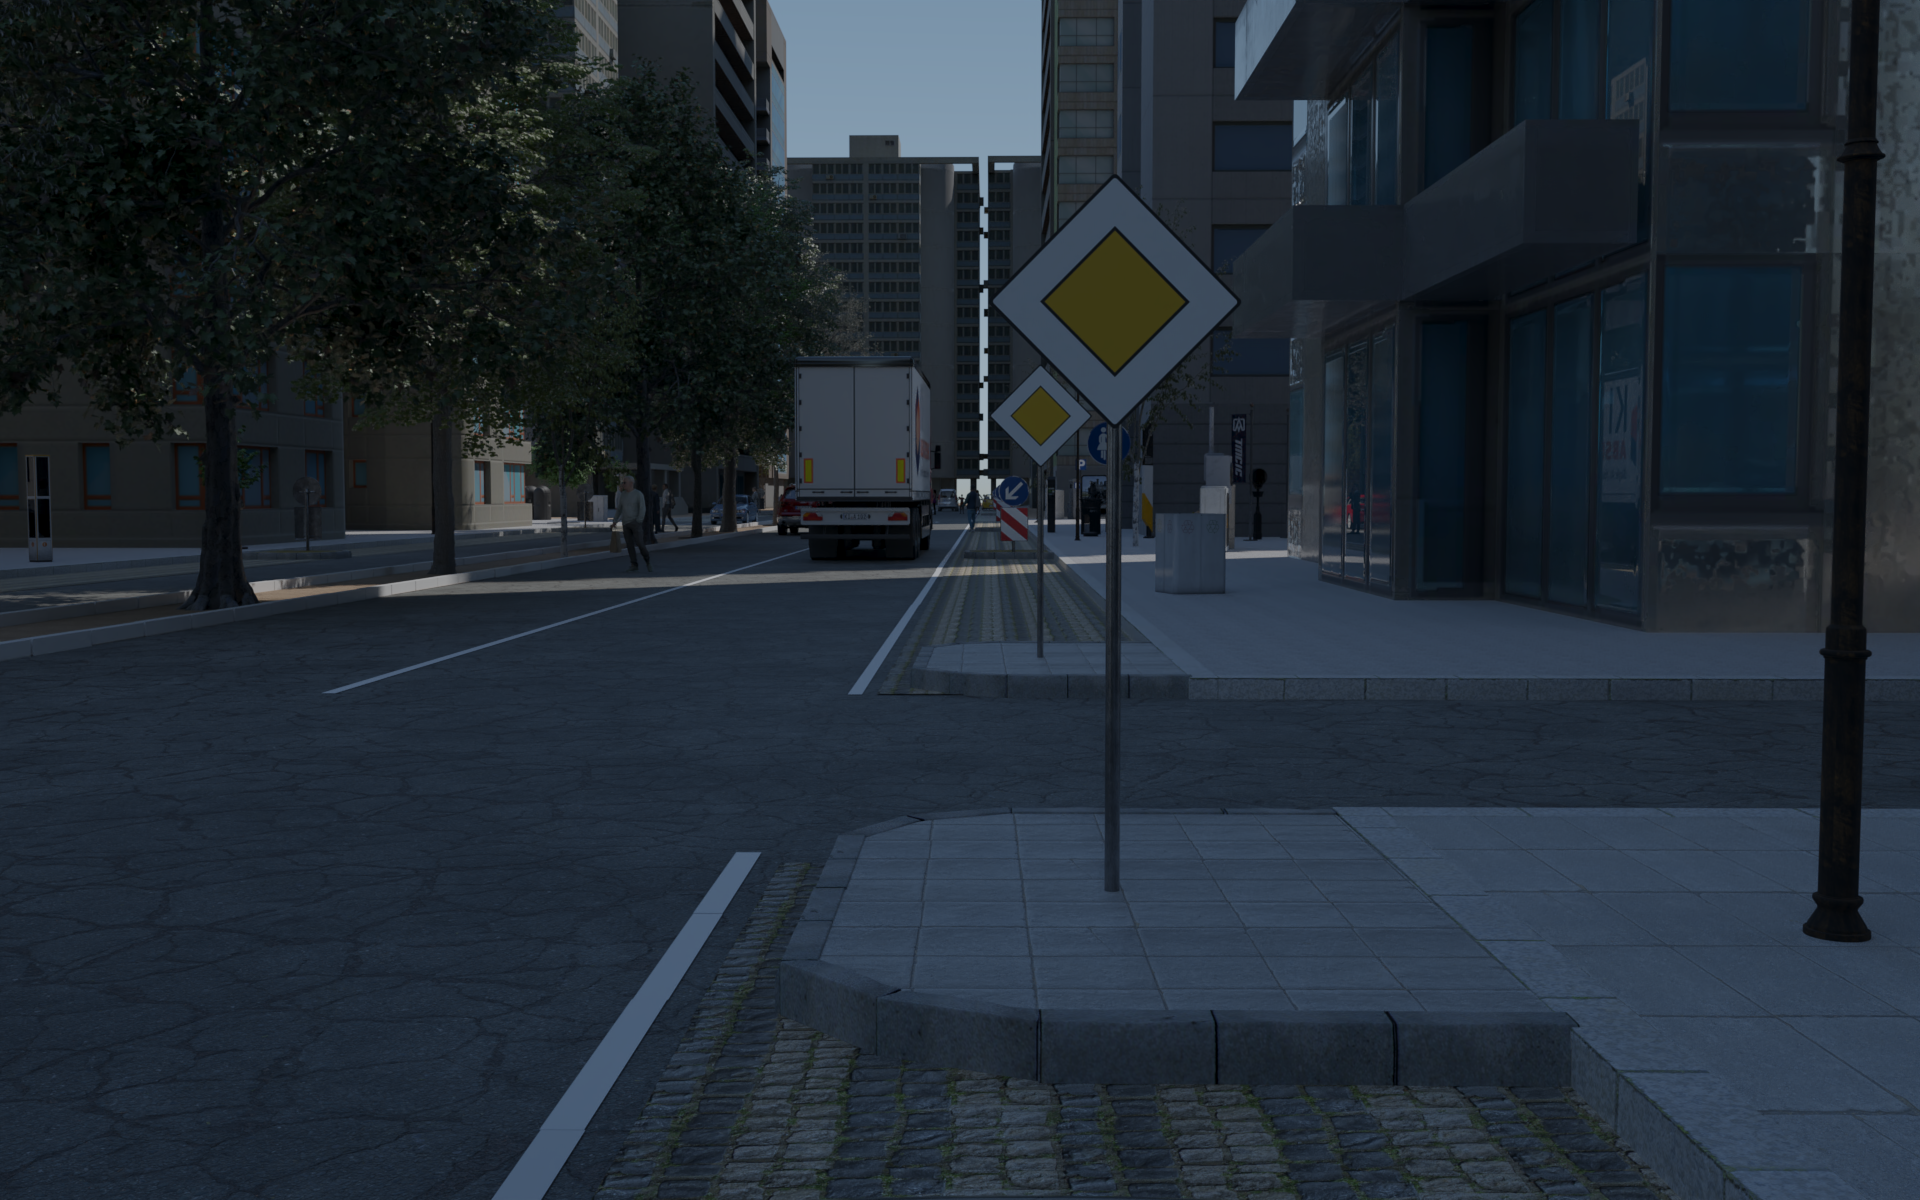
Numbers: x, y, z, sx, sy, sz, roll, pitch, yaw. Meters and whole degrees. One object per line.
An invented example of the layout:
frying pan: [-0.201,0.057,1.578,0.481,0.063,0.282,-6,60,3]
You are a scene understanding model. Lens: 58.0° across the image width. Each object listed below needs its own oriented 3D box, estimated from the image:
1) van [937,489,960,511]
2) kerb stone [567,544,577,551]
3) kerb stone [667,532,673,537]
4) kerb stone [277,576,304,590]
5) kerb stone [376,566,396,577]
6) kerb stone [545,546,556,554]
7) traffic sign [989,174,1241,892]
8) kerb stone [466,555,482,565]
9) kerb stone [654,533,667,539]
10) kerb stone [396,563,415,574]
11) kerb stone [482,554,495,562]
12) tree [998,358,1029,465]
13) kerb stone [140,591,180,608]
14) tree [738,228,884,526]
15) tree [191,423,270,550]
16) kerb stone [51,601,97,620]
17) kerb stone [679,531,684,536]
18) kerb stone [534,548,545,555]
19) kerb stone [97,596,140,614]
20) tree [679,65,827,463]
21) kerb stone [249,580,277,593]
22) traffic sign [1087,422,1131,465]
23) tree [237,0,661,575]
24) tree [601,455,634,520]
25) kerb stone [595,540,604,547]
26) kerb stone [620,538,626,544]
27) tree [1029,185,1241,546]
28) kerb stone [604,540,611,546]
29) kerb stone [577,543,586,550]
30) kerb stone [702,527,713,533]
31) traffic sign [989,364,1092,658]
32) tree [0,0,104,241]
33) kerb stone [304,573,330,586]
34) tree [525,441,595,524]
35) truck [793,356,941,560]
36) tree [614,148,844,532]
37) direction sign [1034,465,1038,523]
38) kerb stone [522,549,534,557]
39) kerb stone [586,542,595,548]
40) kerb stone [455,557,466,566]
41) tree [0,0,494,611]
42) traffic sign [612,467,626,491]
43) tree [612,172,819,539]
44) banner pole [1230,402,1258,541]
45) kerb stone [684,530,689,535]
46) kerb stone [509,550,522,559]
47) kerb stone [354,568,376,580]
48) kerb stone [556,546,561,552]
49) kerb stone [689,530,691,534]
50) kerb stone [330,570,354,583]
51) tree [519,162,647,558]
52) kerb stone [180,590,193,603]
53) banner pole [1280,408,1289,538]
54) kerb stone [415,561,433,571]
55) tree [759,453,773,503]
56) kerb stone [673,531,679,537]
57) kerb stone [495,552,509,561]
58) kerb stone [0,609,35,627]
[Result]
van: [-0.970,-8.369,143.850,2.013,2.044,4.112,0,4,2]
kerb stone: [-9.881,-1.300,43.530,0.120,0.150,1.000,0,4,1]
kerb stone: [-9.656,-2.121,56.869,0.120,0.150,1.000,0,4,1]
kerb stone: [-10.184,-0.236,26.115,0.120,0.150,1.000,0,4,1]
kerb stone: [-10.110,-0.490,30.214,0.120,0.150,1.000,0,4,1]
kerb stone: [-9.918,-1.173,41.482,0.120,0.150,1.000,0,4,1]
traffic sign: [0.489,-0.116,5.542,0.795,2.450,0.064,0,4,1]
kerb stone: [-10.021,-0.798,35.336,0.120,0.150,1.000,0,4,1]
kerb stone: [-9.669,-2.058,55.847,0.120,0.150,1.000,0,4,1]
kerb stone: [-10.096,-0.547,31.240,0.120,0.150,1.000,0,4,1]
kerb stone: [-10.011,-0.861,36.361,0.120,0.150,1.000,0,4,1]
tree: [4.327,-8.615,91.219,4.360,8.622,3.978,0,3,0]
kerb stone: [-10.249,0.011,22.017,0.120,0.150,1.000,0,4,1]
tree: [-8.153,-10.014,76.555,12.009,13.543,11.850,0,3,0]
tree: [-17.092,-2.782,40.092,1.663,3.219,1.824,0,3,0]
kerb stone: [-10.296,0.136,19.964,0.120,0.150,1.000,0,4,1]
kerb stone: [-9.620,-2.246,58.914,0.120,0.150,1.000,0,4,1]
kerb stone: [-9.943,-1.116,40.460,0.120,0.150,1.000,0,4,1]
kerb stone: [-10.274,0.074,20.990,0.120,0.150,1.000,0,4,1]
tree: [-8.276,-7.683,45.084,9.611,12.733,9.660,0,3,0]
kerb stone: [-10.202,-0.177,25.092,0.120,0.150,1.000,0,4,1]
traffic sign: [2.625,-1.864,30.583,0.768,2.556,0.104,0,4,8]
tree: [-9.282,-6.745,30.872,7.486,12.596,7.792,0,3,0]
tree: [-16.923,-5.556,85.446,1.663,3.219,1.824,0,3,0]
kerb stone: [-9.833,-1.492,46.609,0.120,0.150,1.000,0,4,1]
kerb stone: [-9.759,-1.744,50.715,0.120,0.150,1.000,0,4,1]
tree: [4.534,-5.629,42.390,4.360,8.622,3.978,0,3,0]
kerb stone: [-9.813,-1.556,47.631,0.120,0.150,1.000,0,4,1]
kerb stone: [-9.865,-1.364,44.552,0.120,0.150,1.000,0,4,1]
kerb stone: [-9.511,-2.621,65.047,0.120,0.150,1.000,0,4,1]
traffic sign: [0.626,-0.604,13.526,0.795,2.450,0.064,0,4,1]
tree: [-9.567,-3.766,14.400,4.360,8.622,3.978,0,3,0]
kerb stone: [-10.169,-0.301,27.145,0.120,0.150,1.000,0,4,1]
tree: [-17.351,-5.647,76.036,4.285,4.588,4.351,0,3,0]
truck: [-2.020,-3.182,40.933,2.839,4.237,11.283,0,4,1]
tree: [-8.717,-9.527,64.880,9.857,13.997,8.962,0,3,0]
direction sign: [3.511,-5.229,77.486,0.379,3.537,0.876,0,4,-3]
kerb stone: [-9.953,-1.050,39.431,0.120,0.150,1.000,0,4,1]
kerb stone: [-9.850,-1.430,45.580,0.120,0.150,1.000,0,4,1]
kerb stone: [-10.046,-0.741,34.311,0.120,0.150,1.000,0,4,1]
tree: [-9.184,-6.231,21.343,9.611,12.733,9.660,0,3,0]
traffic sign: [-15.962,-4.942,80.911,0.768,2.556,0.104,1,4,9]
tree: [-8.318,-7.753,54.970,9.928,11.665,9.643,0,3,0]
banner pole: [7.791,-3.520,47.568,0.863,3.779,0.401,3,5,39]
kerb stone: [-9.604,-2.303,59.937,0.120,0.150,1.000,0,4,1]
kerb stone: [-9.973,-0.992,38.408,0.120,0.150,1.000,0,4,1]
kerb stone: [-10.128,-0.428,29.192,0.120,0.150,1.000,0,4,1]
kerb stone: [-9.899,-1.238,42.508,0.120,0.150,1.000,0,4,1]
kerb stone: [-9.586,-2.371,60.959,0.120,0.150,1.000,0,4,1]
kerb stone: [-10.148,-0.364,28.170,0.120,0.150,1.000,0,4,1]
tree: [-8.692,-5.192,37.713,4.737,8.622,4.395,0,3,0]
kerb stone: [-10.238,-0.052,23.042,0.120,0.150,1.000,0,4,1]
banner pole: [9.743,-3.684,50.255,0.863,3.779,0.401,1,4,13]
kerb stone: [-10.076,-0.616,32.267,0.120,0.150,1.000,0,4,1]
tree: [-16.451,-11.887,144.708,4.737,8.622,4.395,0,3,0]
kerb stone: [-9.632,-2.182,57.892,0.120,0.150,1.000,0,4,1]
kerb stone: [-9.994,-0.926,37.385,0.120,0.150,1.000,0,4,1]
kerb stone: [-10.304,0.199,18.942,0.120,0.150,1.000,0,4,1]
